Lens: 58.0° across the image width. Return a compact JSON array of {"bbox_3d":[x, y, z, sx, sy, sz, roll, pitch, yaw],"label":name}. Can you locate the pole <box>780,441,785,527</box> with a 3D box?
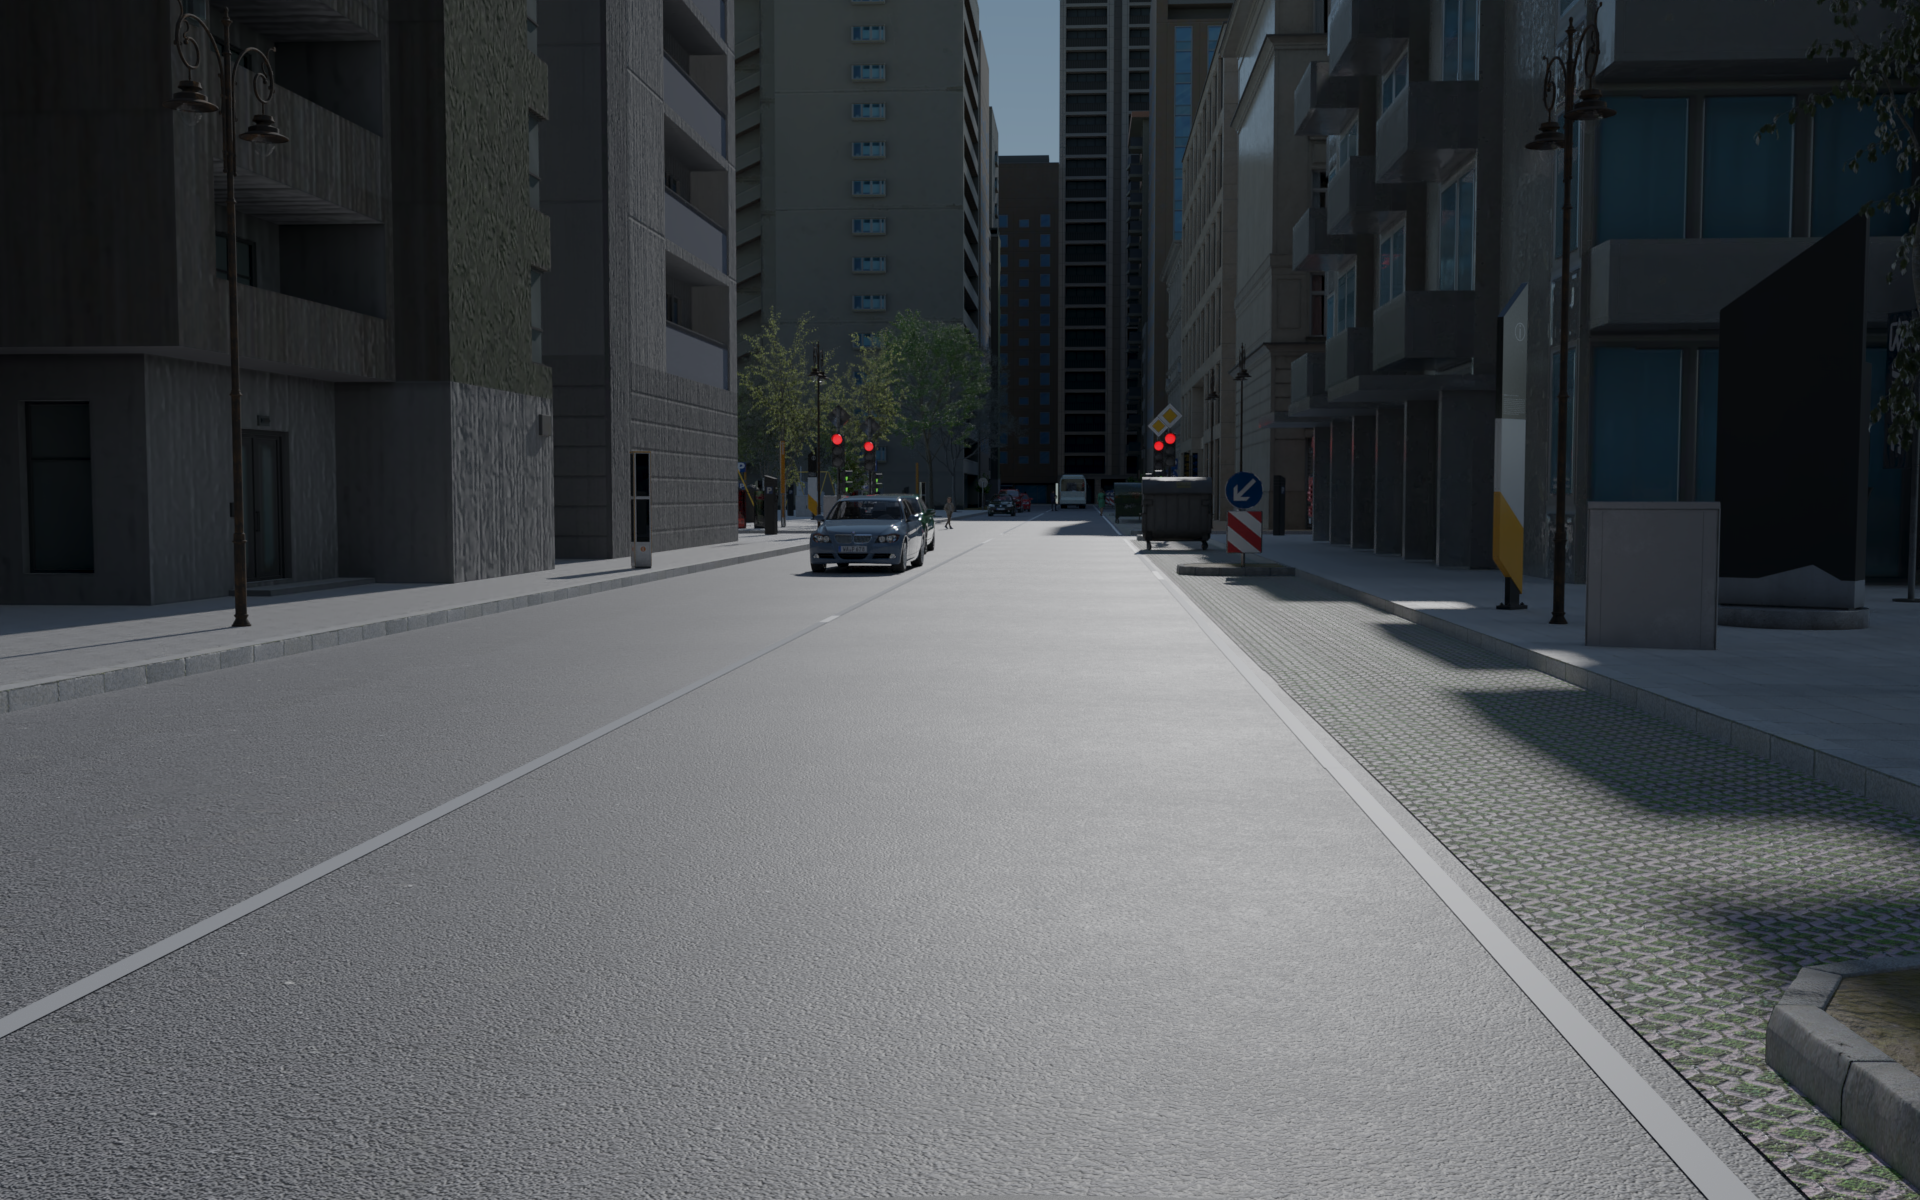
[{"bbox_3d":[-6.810,-4.448,66.562,0.158,3.312,0.155,0,3,0],"label":"pole"}]

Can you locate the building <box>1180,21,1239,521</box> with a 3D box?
[{"bbox_3d":[23.086,-17.917,97.451,19.350,26.468,34.151,0,4,4],"label":"building"}]

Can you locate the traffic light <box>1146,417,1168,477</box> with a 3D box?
[{"bbox_3d":[7.020,-4.438,61.484,0.839,4.253,0.868,0,4,4],"label":"traffic light"}]

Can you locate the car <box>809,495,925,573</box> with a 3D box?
[{"bbox_3d":[-1.712,-1.295,33.178,2.014,1.417,4.499,0,4,5],"label":"car"}]

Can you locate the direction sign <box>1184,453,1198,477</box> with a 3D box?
[{"bbox_3d":[12.599,-6.277,94.627,0.876,3.537,0.379,-2,4,-24],"label":"direction sign"}]

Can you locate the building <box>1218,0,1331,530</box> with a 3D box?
[{"bbox_3d":[25.803,-14.343,67.797,30.059,22.955,16.112,0,4,4],"label":"building"}]

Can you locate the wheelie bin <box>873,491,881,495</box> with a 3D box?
[{"bbox_3d":[-6.001,-7.101,124.015,0.693,1.594,0.980,0,4,-7],"label":"wheelie bin"}]

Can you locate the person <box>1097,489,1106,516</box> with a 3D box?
[{"bbox_3d":[9.264,-6.403,113.442,0.600,1.795,0.529,1,4,13],"label":"person"}]

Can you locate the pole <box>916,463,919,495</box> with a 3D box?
[{"bbox_3d":[-2.784,-7.283,112.928,0.158,3.312,0.155,0,3,0],"label":"pole"}]

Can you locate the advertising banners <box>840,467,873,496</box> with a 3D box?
[{"bbox_3d":[-4.915,-5.158,80.514,2.074,3.025,0.090,2,4,31],"label":"advertising banners"}]

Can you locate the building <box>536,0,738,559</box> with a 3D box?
[{"bbox_3d":[-20.308,-30.570,41.815,28.212,58.520,21.231,0,4,4],"label":"building"}]

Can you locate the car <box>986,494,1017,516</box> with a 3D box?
[{"bbox_3d":[2.715,-6.258,112.110,2.009,1.686,4.222,0,4,4],"label":"car"}]

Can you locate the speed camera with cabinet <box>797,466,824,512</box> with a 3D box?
[{"bbox_3d":[-10.652,-7.900,123.504,2.038,3.252,0.660,2,4,29],"label":"speed camera with cabinet"}]

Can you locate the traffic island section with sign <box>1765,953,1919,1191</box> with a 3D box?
[{"bbox_3d":[2.978,0.296,3.791,1.989,1.847,2.006,0,4,4],"label":"traffic island section with sign"}]

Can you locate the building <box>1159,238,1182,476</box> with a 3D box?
[{"bbox_3d":[20.659,-17.691,125.409,11.583,22.565,21.152,0,4,4],"label":"building"}]

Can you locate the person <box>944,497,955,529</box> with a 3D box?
[{"bbox_3d":[-0.429,-3.552,70.848,0.475,1.303,0.640,-3,5,-41],"label":"person"}]

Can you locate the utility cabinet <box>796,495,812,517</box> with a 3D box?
[{"bbox_3d":[-8.769,-5.294,97.726,1.020,1.237,0.306,1,4,22],"label":"utility cabinet"}]

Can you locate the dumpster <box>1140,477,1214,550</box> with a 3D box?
[{"bbox_3d":[5.536,-2.209,44.330,1.865,1.857,1.264,0,4,5],"label":"dumpster"}]

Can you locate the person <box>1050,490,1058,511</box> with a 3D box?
[{"bbox_3d":[7.958,-8.363,145.685,0.683,1.767,0.568,-3,5,-39],"label":"person"}]

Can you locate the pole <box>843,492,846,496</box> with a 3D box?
[{"bbox_3d":[-5.714,-5.607,85.525,0.158,3.312,0.155,0,3,0],"label":"pole"}]

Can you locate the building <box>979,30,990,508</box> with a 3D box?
[{"bbox_3d":[-4.502,-31.551,165.977,14.600,45.320,14.200,0,4,4],"label":"building"}]

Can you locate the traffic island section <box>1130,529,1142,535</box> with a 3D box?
[{"bbox_3d":[7.059,-2.405,61.595,2.009,0.180,2.903,0,4,4],"label":"traffic island section"}]

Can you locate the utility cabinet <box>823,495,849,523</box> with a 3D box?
[{"bbox_3d":[-5.131,-3.699,71.638,1.020,1.237,0.306,0,4,2],"label":"utility cabinet"}]

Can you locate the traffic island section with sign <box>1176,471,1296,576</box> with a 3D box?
[{"bbox_3d":[4.899,-1.366,30.968,1.989,1.847,2.006,0,4,4],"label":"traffic island section with sign"}]

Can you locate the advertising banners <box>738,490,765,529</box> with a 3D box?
[{"bbox_3d":[-8.158,-4.167,64.317,2.074,3.025,0.090,-1,4,-14],"label":"advertising banners"}]

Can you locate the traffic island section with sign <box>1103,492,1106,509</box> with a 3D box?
[{"bbox_3d":[16.235,-11.154,190.995,1.989,1.847,2.006,0,4,4],"label":"traffic island section with sign"}]

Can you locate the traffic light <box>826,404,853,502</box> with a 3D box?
[{"bbox_3d":[-3.782,-3.994,54.225,0.839,4.253,0.868,0,4,4],"label":"traffic light"}]

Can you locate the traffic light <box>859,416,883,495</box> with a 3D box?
[{"bbox_3d":[-3.217,-4.481,62.190,0.839,4.253,0.868,0,4,4],"label":"traffic light"}]

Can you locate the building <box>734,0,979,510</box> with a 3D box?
[{"bbox_3d":[-9.622,-32.076,148.144,21.300,48.544,21.600,0,4,4],"label":"building"}]

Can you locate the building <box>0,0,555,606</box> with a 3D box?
[{"bbox_3d":[-14.394,-15.325,22.269,14.160,30.474,14.107,0,4,4],"label":"building"}]

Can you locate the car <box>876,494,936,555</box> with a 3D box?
[{"bbox_3d":[-1.622,-1.882,42.568,2.131,1.459,4.920,0,4,3],"label":"car"}]

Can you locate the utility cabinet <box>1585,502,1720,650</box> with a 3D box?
[{"bbox_3d":[5.797,-0.205,14.509,1.020,1.237,0.306,2,4,24],"label":"utility cabinet"}]

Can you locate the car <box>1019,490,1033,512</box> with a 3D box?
[{"bbox_3d":[4.806,-8.021,140.191,2.155,1.783,4.494,0,4,2],"label":"car"}]

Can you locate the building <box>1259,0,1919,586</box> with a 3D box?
[{"bbox_3d":[19.159,-25.424,35.299,23.786,49.044,30.456,0,4,4],"label":"building"}]

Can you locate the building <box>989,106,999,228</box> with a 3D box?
[{"bbox_3d":[-6.545,-35.365,201.914,21.600,48.544,21.300,0,4,4],"label":"building"}]

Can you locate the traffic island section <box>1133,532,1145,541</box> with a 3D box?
[{"bbox_3d":[6.494,-1.917,53.630,2.009,0.180,2.903,0,4,4],"label":"traffic island section"}]

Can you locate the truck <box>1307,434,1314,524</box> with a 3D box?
[{"bbox_3d":[16.625,-4.182,57.288,11.283,4.237,2.839,0,4,6],"label":"truck"}]

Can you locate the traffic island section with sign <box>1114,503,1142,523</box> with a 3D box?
[{"bbox_3d":[8.836,-4.761,86.478,1.989,1.847,2.006,0,4,4],"label":"traffic island section with sign"}]

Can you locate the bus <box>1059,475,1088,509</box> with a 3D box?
[{"bbox_3d":[11.376,-10.934,173.625,2.948,3.499,13.247,0,4,4],"label":"bus"}]

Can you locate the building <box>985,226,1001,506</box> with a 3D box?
[{"bbox_3d":[-3.122,-25.018,180.741,14.160,30.474,14.107,0,4,4],"label":"building"}]

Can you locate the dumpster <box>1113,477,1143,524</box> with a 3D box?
[{"bbox_3d":[8.412,-4.830,83.922,1.985,2.255,1.502,0,4,3],"label":"dumpster"}]

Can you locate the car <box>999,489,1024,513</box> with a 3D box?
[{"bbox_3d":[3.805,-7.635,133.499,2.281,1.827,5.304,0,4,4],"label":"car"}]

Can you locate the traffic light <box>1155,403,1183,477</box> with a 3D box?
[{"bbox_3d":[6.455,-3.951,53.519,0.839,4.253,0.868,0,4,4],"label":"traffic light"}]

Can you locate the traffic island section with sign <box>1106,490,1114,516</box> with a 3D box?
[{"bbox_3d":[10.741,-6.406,113.366,1.989,1.847,2.006,0,4,4],"label":"traffic island section with sign"}]

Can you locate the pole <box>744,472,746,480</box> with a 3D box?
[{"bbox_3d":[-15.932,-8.236,128.508,0.158,3.312,0.155,0,3,0],"label":"pole"}]
